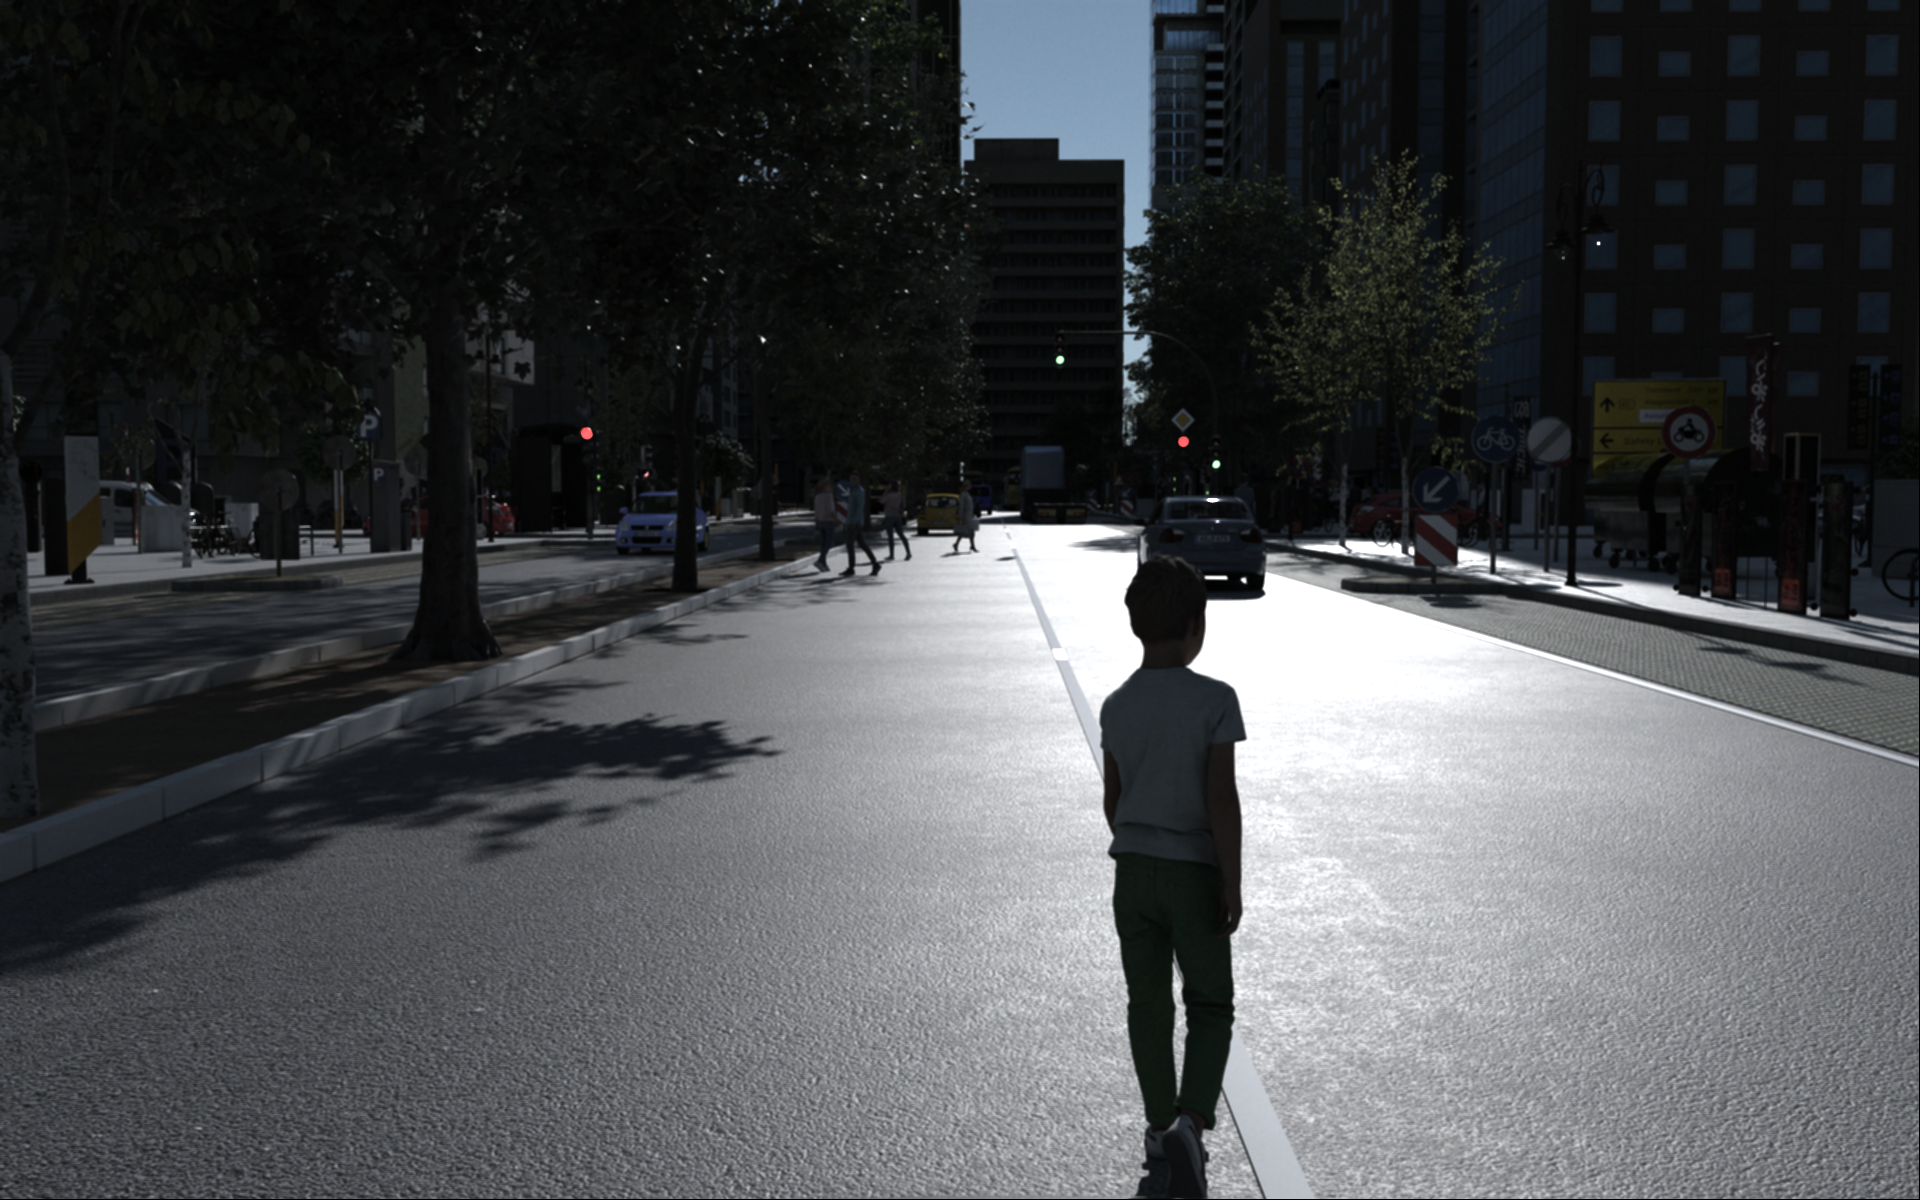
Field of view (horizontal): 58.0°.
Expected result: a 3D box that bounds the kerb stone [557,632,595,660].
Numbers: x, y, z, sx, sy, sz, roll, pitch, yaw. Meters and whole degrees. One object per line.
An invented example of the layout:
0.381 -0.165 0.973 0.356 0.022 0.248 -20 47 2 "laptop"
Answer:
-3.418 0.422 15.291 0.120 0.150 1.000 0 4 1 "kerb stone"

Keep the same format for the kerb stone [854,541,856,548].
-2.878 -1.389 45.021 0.120 0.150 1.000 0 4 1 "kerb stone"

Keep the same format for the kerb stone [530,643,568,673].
-3.434 0.491 14.264 0.120 0.150 1.000 0 4 1 "kerb stone"

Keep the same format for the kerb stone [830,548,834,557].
-2.993 -1.021 38.883 0.120 0.150 1.000 0 4 1 "kerb stone"

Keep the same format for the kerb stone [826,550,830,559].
-3.000 -0.958 37.857 0.120 0.150 1.000 0 4 1 "kerb stone"

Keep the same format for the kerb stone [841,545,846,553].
-2.935 -1.203 41.949 0.120 0.150 1.000 0 4 1 "kerb stone"

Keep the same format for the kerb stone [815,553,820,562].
-3.044 -0.833 35.807 0.120 0.150 1.000 0 4 1 "kerb stone"

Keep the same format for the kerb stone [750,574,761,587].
-3.215 -0.269 26.588 0.120 0.150 1.000 0 4 1 "kerb stone"

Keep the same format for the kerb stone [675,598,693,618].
-3.322 0.112 20.425 0.120 0.150 1.000 0 4 1 "kerb stone"

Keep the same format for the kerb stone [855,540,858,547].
-2.857 -1.459 46.053 0.120 0.150 1.000 0 4 1 "kerb stone"

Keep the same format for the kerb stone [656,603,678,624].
-3.344 0.171 19.401 0.120 0.150 1.000 0 4 1 "kerb stone"

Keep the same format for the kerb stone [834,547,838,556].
-2.971 -1.080 39.905 0.120 0.150 1.000 0 4 1 "kerb stone"

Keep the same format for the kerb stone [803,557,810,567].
-3.084 -0.707 33.756 0.120 0.150 1.000 0 4 1 "kerb stone"

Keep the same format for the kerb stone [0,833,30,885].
-3.579 0.987 6.055 0.120 0.150 1.000 0 4 1 "kerb stone"

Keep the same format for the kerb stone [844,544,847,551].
-2.923 -1.269 42.975 0.120 0.150 1.000 0 4 1 "kerb stone"

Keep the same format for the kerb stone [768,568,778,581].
-3.172 -0.394 28.640 0.120 0.150 1.000 0 4 1 "kerb stone"

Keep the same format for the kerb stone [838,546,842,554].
-2.953 -1.144 40.927 0.120 0.150 1.000 0 4 1 "kerb stone"

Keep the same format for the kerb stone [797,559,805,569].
-3.099 -0.638 32.734 0.120 0.150 1.000 0 4 1 "kerb stone"

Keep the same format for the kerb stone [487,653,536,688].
-3.449 0.548 13.235 0.120 0.150 1.000 0 4 1 "kerb stone"

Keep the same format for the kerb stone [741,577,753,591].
-3.227 -0.206 25.562 0.120 0.150 1.000 0 4 1 "kerb stone"

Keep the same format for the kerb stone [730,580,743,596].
-3.245 -0.143 24.531 0.120 0.150 1.000 0 4 1 "kerb stone"

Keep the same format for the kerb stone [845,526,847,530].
-4.593 -2.743 67.094 0.120 0.150 1.000 0 4 1 "kerb stone"

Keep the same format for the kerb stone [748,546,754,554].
-5.049 -1.147 40.946 0.120 0.150 1.000 0 4 1 "kerb stone"

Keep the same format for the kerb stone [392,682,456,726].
-3.484 0.675 11.181 0.120 0.150 1.000 0 4 1 "kerb stone"

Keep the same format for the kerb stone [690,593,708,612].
-3.300 0.051 21.447 0.120 0.150 1.000 0 4 1 "kerb stone"

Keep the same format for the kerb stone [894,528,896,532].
-2.542 -2.553 63.963 0.120 0.150 1.000 0 4 1 "kerb stone"

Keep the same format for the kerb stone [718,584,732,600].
-3.271 -0.080 23.507 0.120 0.150 1.000 0 4 1 "kerb stone"

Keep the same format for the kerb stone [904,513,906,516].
-3.642 -6.008 120.423 0.120 0.150 1.000 0 4 1 "kerb stone"

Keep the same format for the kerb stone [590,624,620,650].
-3.392 0.359 16.318 0.120 0.150 1.000 0 4 1 "kerb stone"

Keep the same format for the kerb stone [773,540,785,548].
-4.949 -1.523 47.099 0.120 0.150 1.000 0 4 1 "kerb stone"

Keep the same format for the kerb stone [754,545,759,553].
-5.036 -1.209 41.968 0.120 0.150 1.000 0 4 1 "kerb stone"

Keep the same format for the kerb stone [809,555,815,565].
-3.064 -0.770 34.785 0.120 0.150 1.000 0 4 1 "kerb stone"

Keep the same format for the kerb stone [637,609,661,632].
-3.357 0.236 18.366 0.120 0.150 1.000 0 4 1 "kerb stone"

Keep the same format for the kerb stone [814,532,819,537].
-4.757 -2.181 57.859 0.120 0.150 1.000 0 4 1 "kerb stone"

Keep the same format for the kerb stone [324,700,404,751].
-3.501 0.737 10.150 0.120 0.150 1.000 0 4 1 "kerb stone"

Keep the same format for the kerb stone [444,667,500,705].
-3.466 0.612 12.213 0.120 0.150 1.000 0 4 1 "kerb stone"

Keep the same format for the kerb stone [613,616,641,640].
-3.377 0.297 17.340 0.120 0.150 1.000 0 4 1 "kerb stone"

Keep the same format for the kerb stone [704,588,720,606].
-3.282 -0.017 22.479 0.120 0.150 1.000 0 4 1 "kerb stone"

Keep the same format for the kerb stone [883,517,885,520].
-4.165 -4.190 90.704 0.120 0.150 1.000 0 4 1 "kerb stone"

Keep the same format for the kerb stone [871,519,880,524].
-4.238 -3.939 86.595 0.120 0.150 1.000 0 4 1 "kerb stone"

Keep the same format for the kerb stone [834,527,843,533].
-4.601 -2.683 66.067 0.120 0.150 1.000 0 4 1 "kerb stone"

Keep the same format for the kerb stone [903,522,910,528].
-2.347 -3.244 75.230 0.120 0.150 1.000 0 4 1 "kerb stone"

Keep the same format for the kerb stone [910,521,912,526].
-2.326 -3.306 76.252 0.120 0.150 1.000 0 4 1 "kerb stone"

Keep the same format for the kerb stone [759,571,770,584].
-3.188 -0.332 27.618 0.120 0.150 1.000 0 4 1 "kerb stone"

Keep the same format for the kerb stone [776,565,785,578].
-3.154 -0.457 29.668 0.120 0.150 1.000 0 4 1 "kerb stone"

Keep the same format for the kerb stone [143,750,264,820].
-3.541 0.862 8.101 0.120 0.150 1.000 0 4 1 "kerb stone"

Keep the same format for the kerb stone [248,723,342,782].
-3.518 0.803 9.123 0.120 0.150 1.000 0 4 1 "kerb stone"

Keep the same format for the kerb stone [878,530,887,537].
-2.637 -2.241 58.848 0.120 0.150 1.000 0 4 1 "kerb stone"

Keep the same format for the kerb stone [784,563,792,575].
-3.144 -0.520 30.690 0.120 0.150 1.000 0 4 1 "kerb stone"

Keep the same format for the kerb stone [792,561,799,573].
-3.118 -0.582 31.712 0.120 0.150 1.000 0 4 1 "kerb stone"

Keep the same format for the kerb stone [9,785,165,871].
-3.558 0.925 7.079 0.120 0.150 1.000 0 4 1 "kerb stone"
